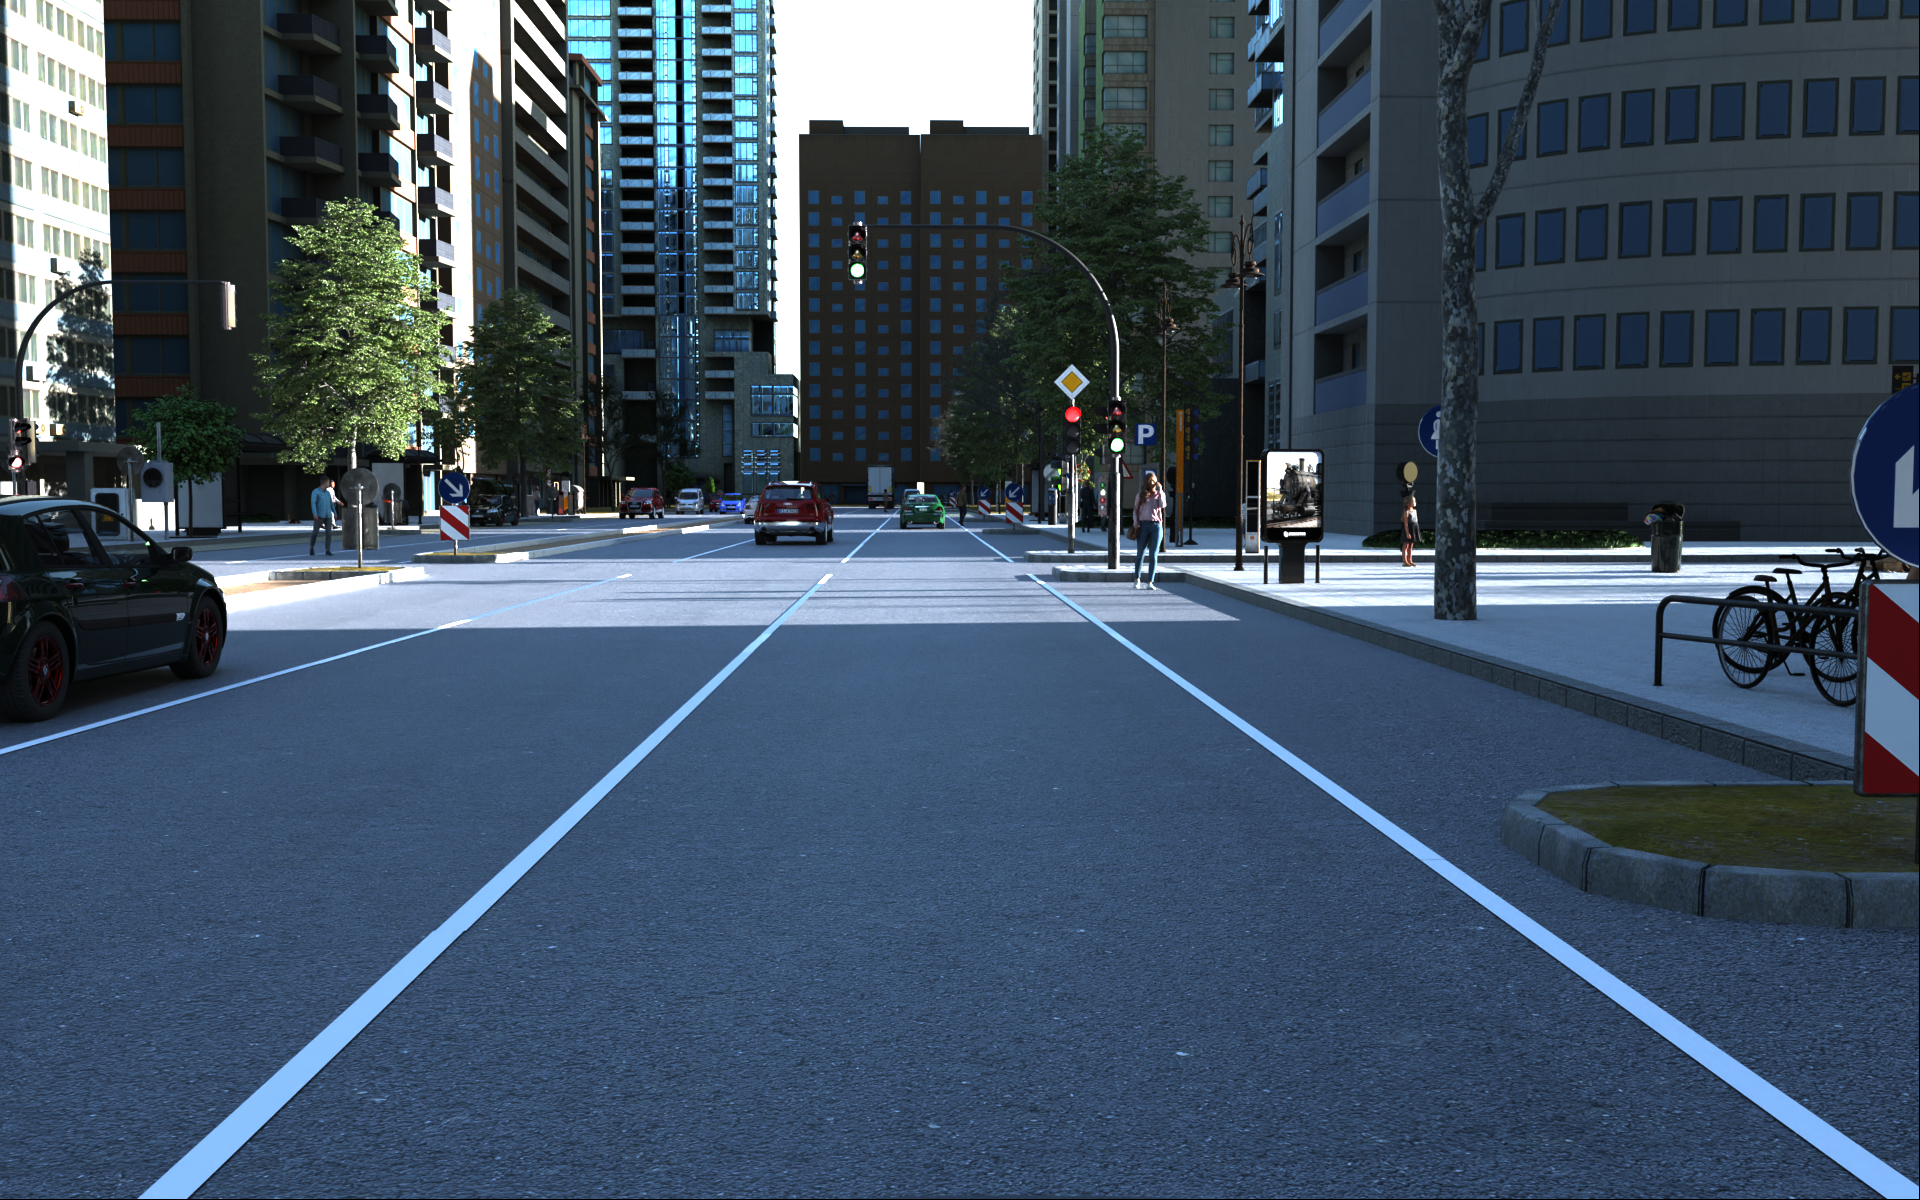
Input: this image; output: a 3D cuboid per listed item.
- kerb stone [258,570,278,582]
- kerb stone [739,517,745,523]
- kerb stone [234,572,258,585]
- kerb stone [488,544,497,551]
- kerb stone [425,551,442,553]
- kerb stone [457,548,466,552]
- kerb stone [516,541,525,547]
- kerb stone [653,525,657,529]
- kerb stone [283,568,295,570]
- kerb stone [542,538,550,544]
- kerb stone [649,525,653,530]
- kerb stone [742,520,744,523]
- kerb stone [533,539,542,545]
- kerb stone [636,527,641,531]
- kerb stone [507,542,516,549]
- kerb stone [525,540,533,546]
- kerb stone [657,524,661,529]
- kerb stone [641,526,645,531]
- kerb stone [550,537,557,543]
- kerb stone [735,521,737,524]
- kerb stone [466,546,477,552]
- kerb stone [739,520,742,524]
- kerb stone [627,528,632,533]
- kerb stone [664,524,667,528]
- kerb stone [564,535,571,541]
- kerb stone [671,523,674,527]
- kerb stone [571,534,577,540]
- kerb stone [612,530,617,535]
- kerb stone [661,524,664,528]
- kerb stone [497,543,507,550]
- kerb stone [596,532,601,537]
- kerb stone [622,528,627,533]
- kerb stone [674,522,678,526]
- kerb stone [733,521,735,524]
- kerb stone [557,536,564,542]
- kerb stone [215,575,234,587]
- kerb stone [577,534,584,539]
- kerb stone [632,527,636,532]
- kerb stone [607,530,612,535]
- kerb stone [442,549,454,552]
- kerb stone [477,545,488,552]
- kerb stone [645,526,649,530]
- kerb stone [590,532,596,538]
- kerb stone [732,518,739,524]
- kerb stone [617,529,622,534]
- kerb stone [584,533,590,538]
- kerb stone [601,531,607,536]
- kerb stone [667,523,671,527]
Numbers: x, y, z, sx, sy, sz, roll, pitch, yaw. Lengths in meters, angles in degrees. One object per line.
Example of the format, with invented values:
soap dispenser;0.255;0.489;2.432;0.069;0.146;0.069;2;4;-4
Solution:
kerb stone;-11.443;-0.384;28.478;0.120;0.150;1.000;0;4;-1
kerb stone;-10.797;-3.867;85.414;0.120;0.150;1.000;0;4;-1
kerb stone;-11.415;-0.318;27.455;0.120;0.150;1.000;0;4;-1
kerb stone;-11.826;-1.293;43.360;0.120;0.150;1.000;0;4;-1
kerb stone;-11.682;-0.981;38.239;0.120;0.150;1.000;0;4;-1
kerb stone;-11.745;-1.106;40.283;0.120;0.150;1.000;0;4;-1
kerb stone;-11.904;-1.482;46.426;0.120;0.150;1.000;0;4;-1
kerb stone;-12.507;-2.927;70.044;0.120;0.150;1.000;0;4;-1
kerb stone;-11.464;-0.446;29.500;0.120;0.150;1.000;0;4;-1
kerb stone;-11.974;-1.671;49.522;0.120;0.150;1.000;0;4;-1
kerb stone;-12.473;-2.864;69.018;0.120;0.150;1.000;0;4;-1
kerb stone;-10.772;-3.796;84.392;0.120;0.150;1.000;0;4;-1
kerb stone;-11.955;-1.607;48.486;0.120;0.150;1.000;0;4;-1
kerb stone;-12.398;-2.676;65.942;0.120;0.150;1.000;0;4;-1
kerb stone;-11.879;-1.419;45.404;0.120;0.150;1.000;0;4;-1
kerb stone;-11.930;-1.543;47.465;0.120;0.150;1.000;0;4;-1
kerb stone;-12.526;-2.989;71.066;0.120;0.150;1.000;0;4;-1
kerb stone;-12.425;-2.738;66.968;0.120;0.150;1.000;0;4;-1
kerb stone;-11.996;-1.733;50.544;0.120;0.150;1.000;0;4;-1
kerb stone;-10.689;-3.610;81.310;0.120;0.150;1.000;0;4;-1
kerb stone;-11.770;-1.167;41.305;0.120;0.150;1.000;0;4;-1
kerb stone;-10.745;-3.741;83.360;0.120;0.150;1.000;0;4;-1
kerb stone;-12.347;-2.550;63.888;0.120;0.150;1.000;0;4;-1
kerb stone;-12.588;-3.114;73.114;0.120;0.150;1.000;0;4;-1
kerb stone;-12.060;-1.860;52.599;0.120;0.150;1.000;0;4;-1
kerb stone;-12.644;-3.237;75.172;0.120;0.150;1.000;0;4;-1
kerb stone;-12.091;-1.921;53.621;0.120;0.150;1.000;0;4;-1
kerb stone;-12.266;-2.362;60.817;0.120;0.150;1.000;0;4;-1
kerb stone;-12.559;-3.050;72.088;0.120;0.150;1.000;0;4;-1
kerb stone;-11.844;-1.357;44.382;0.120;0.150;1.000;0;4;-1
kerb stone;-12.186;-2.173;57.722;0.120;0.150;1.000;0;4;-1
kerb stone;-12.332;-2.487;62.861;0.120;0.150;1.000;0;4;-1
kerb stone;-12.661;-3.303;76.204;0.120;0.150;1.000;0;4;-1
kerb stone;-10.656;-3.553;80.285;0.120;0.150;1.000;0;4;-1
kerb stone;-12.037;-1.795;51.568;0.120;0.150;1.000;0;4;-1
kerb stone;-11.383;-0.259;26.431;0.120;0.150;1.000;0;4;-1
kerb stone;-12.113;-1.985;54.643;0.120;0.150;1.000;0;4;-1
kerb stone;-12.376;-2.613;64.920;0.120;0.150;1.000;0;4;-1
kerb stone;-12.243;-2.296;59.783;0.120;0.150;1.000;0;4;-1
kerb stone;-11.721;-1.042;39.261;0.120;0.150;1.000;0;4;-1
kerb stone;-11.792;-1.232;42.338;0.120;0.150;1.000;0;4;-1
kerb stone;-12.452;-2.801;67.991;0.120;0.150;1.000;0;4;-1
kerb stone;-12.159;-2.110;56.700;0.120;0.150;1.000;0;4;-1
kerb stone;-10.720;-3.678;82.337;0.120;0.150;1.000;0;4;-1
kerb stone;-12.290;-2.424;61.840;0.120;0.150;1.000;0;4;-1
kerb stone;-12.135;-2.042;55.674;0.120;0.150;1.000;0;4;-1
kerb stone;-12.217;-2.236;58.755;0.120;0.150;1.000;0;4;-1
kerb stone;-12.604;-3.177;74.144;0.120;0.150;1.000;0;4;-1
